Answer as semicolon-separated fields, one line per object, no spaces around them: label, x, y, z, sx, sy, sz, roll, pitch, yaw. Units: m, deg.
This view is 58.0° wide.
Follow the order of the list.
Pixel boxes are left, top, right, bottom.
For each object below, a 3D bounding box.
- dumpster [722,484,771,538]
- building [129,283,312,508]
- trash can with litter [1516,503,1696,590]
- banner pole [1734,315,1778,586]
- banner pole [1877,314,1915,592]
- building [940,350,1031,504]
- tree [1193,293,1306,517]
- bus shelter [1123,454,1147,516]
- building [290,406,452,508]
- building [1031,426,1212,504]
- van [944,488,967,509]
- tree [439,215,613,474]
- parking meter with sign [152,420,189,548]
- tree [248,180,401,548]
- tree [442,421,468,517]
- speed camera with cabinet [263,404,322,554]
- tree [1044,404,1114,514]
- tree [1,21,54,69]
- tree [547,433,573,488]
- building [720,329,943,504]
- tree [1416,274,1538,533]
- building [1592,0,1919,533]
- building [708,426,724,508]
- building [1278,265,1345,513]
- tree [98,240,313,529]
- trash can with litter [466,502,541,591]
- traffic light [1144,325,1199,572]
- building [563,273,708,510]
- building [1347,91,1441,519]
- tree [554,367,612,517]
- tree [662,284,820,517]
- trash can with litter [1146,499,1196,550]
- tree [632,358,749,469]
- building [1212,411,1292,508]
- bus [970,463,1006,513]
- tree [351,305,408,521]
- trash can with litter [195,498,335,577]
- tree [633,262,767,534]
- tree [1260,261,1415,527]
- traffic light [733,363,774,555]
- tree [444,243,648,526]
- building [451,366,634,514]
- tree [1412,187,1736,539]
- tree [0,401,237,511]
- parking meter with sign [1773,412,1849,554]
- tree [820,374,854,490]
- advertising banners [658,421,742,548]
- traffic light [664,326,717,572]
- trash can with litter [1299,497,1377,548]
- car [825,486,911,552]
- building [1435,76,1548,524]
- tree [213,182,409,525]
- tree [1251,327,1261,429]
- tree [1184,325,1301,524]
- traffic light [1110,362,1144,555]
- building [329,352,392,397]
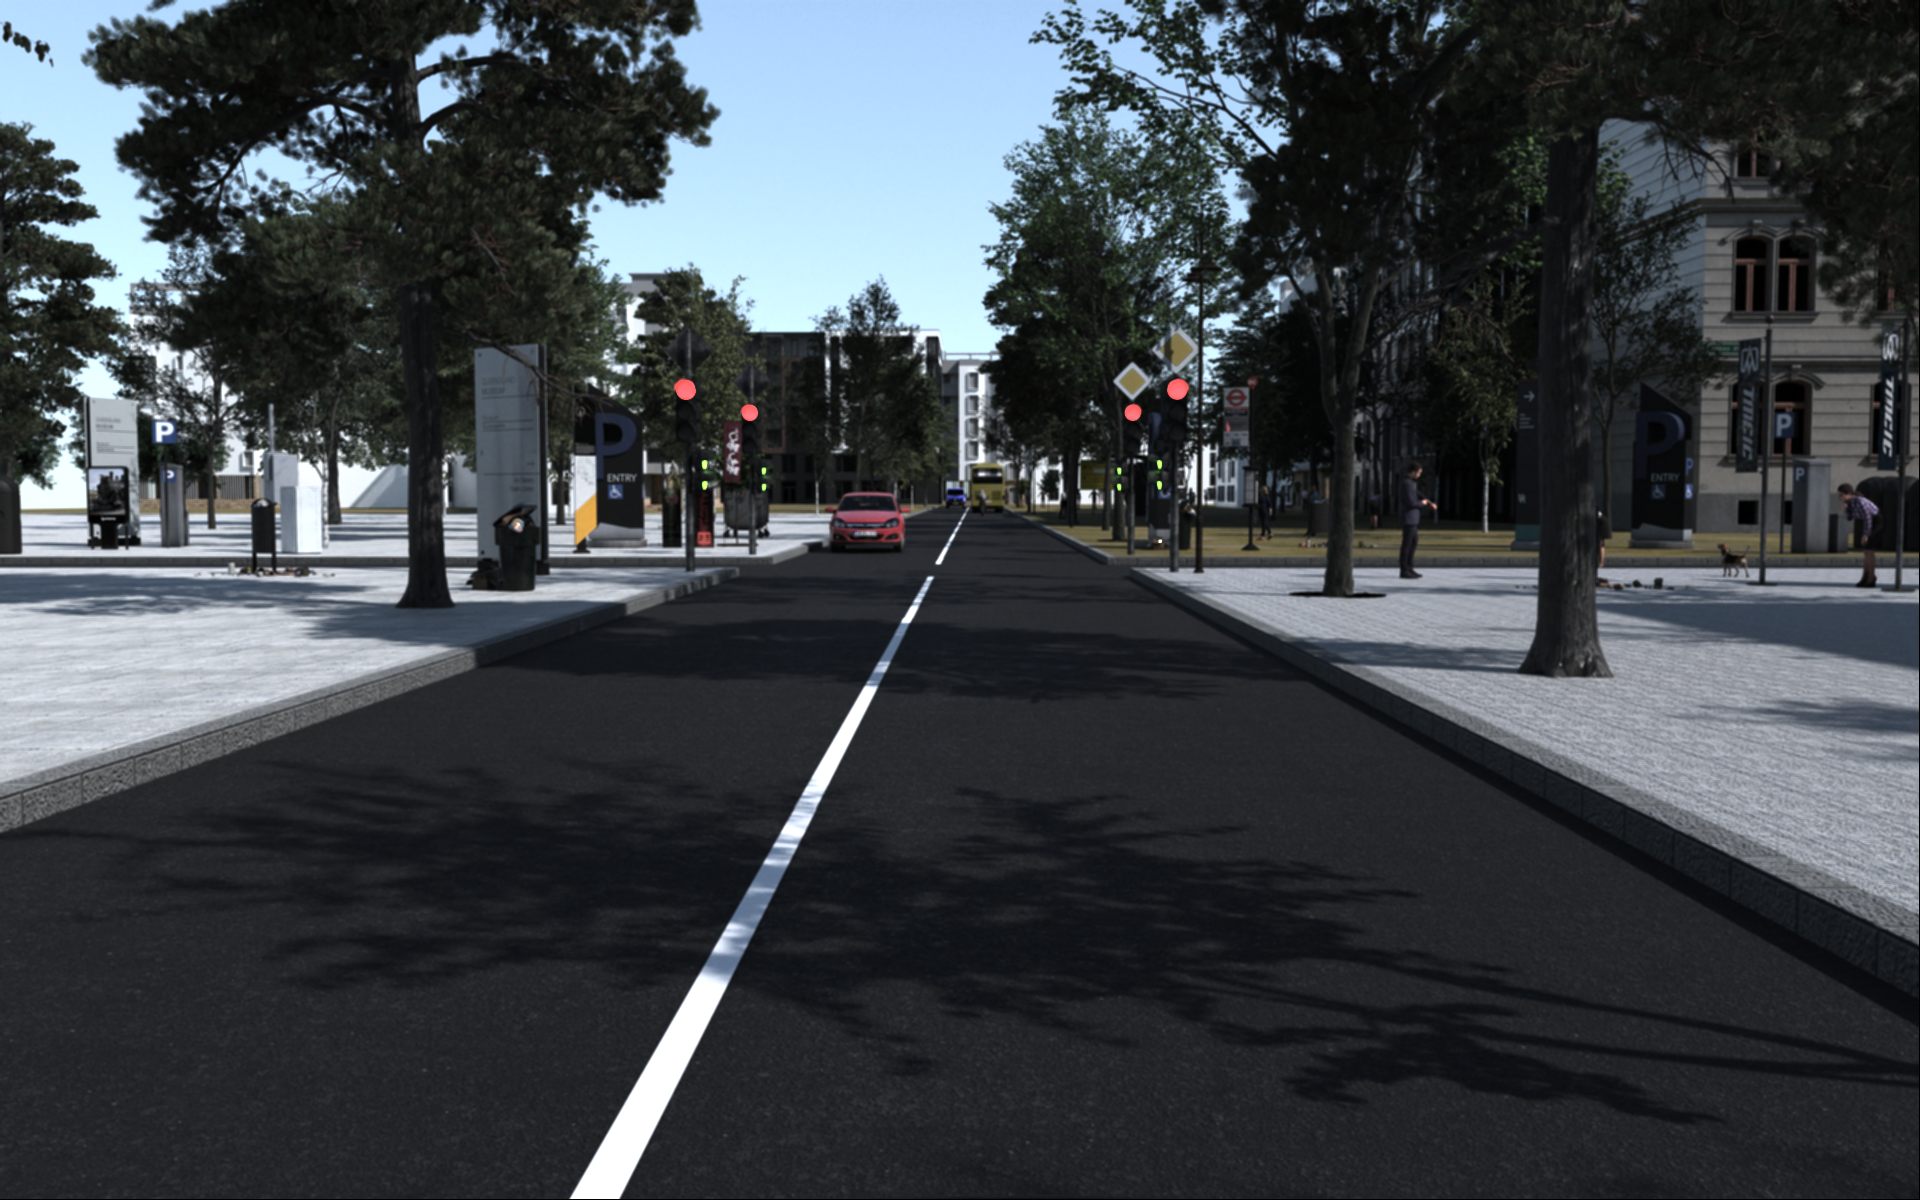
dumpster;-6.286;-2.763;50.933;1.264;1.857;1.865;0;4;1
building;-67.986;-18.661;161.527;11.380;20.091;16.016;0;4;1
trash can with litter;8.828;-0.768;23.614;2.233;1.210;1.678;2;4;25
banner pole;11.244;-2.109;24.505;0.401;3.779;0.863;-1;4;-13
banner pole;12.173;-1.991;22.577;0.863;3.779;0.401;-2;4;-35
building;3.250;-22.391;222.515;11.380;20.091;16.016;0;4;1
tree;17.139;-11.022;98.332;7.486;12.596;7.792;0;3;0
bus shelter;10.700;-6.855;103.355;1.731;3.624;6.357;0;4;1
building;-48.230;-13.640;165.159;28.070;9.664;9.099;0;4;1
building;22.942;-16.943;219.162;28.070;9.664;9.099;0;4;1
van;-0.417;-10.255;172.048;2.240;2.365;5.245;0;4;1
tree;-15.483;-8.598;58.702;7.486;12.596;7.792;0;3;0
parking meter with sign;-19.042;-2.791;41.888;0.543;3.016;1.738;-1;4;-15
tree;-15.115;-5.550;41.106;4.360;8.622;3.978;0;3;0
tree;-27.581;-8.605;91.047;4.360;8.622;3.978;0;3;0
speed camera with cabinet;-14.516;-2.648;37.634;0.660;3.252;2.038;-3;5;-40
tree;6.468;-9.156;100.065;4.737;8.622;4.395;0;3;0
tree;-8.225;-3.770;12.009;4.360;8.622;3.978;0;3;0
tree;-21.932;-8.681;92.295;4.737;8.622;4.395;0;3;0
building;-18.763;-23.542;228.883;32.646;21.610;27.936;0;4;1
tree;17.742;-6.550;57.460;4.737;8.622;4.395;0;3;0
building;35.227;-16.785;61.819;23.554;28.519;14.401;0;4;1
building;-28.534;-18.664;161.573;11.380;20.091;16.016;0;4;1
building;33.111;-17.023;134.750;16.016;20.091;11.380;0;4;1
tree;-27.501;-7.850;62.764;8.767;10.594;7.601;1;4;16
trash can with litter;-6.103;-0.710;23.003;1.055;1.170;0.624;2;4;23
traffic light;3.517;-2.400;28.481;0.839;4.213;0.868;0;4;1
building;-30.423;-17.716;146.082;16.016;20.091;11.380;0;4;1
building;30.168;-18.445;98.832;12.463;27.353;25.104;0;4;1
tree;-21.756;-8.987;97.305;4.360;8.622;3.978;0;3;0
tree;-7.727;-6.743;60.609;4.360;8.622;3.978;0;3;0
trash can with litter;4.836;-1.732;39.710;1.055;1.170;0.624;0;4;-7
tree;-15.865;-10.450;105.263;8.767;10.594;7.601;0;4;-5
building;29.281;-13.024;155.096;9.099;9.664;28.070;0;4;1
bus;2.167;-8.783;135.142;2.896;3.916;12.252;0;4;1
tree;-26.116;-9.659;83.673;9.928;11.665;9.643;0;3;0
trash can with litter;-10.833;-0.995;27.320;2.233;1.210;1.678;2;4;33
tree;-7.837;-6.371;54.534;4.737;8.622;4.395;0;3;0
tree;15.780;-8.078;66.485;7.601;10.594;8.767;0;4;6
traffic light;-4.371;-2.892;36.522;0.839;4.213;0.868;0;4;1
tree;-16.497;-8.863;70.664;9.928;11.665;9.643;0;3;0
building;-28.193;-11.273;126.466;9.099;9.664;28.070;0;4;1
tree;18.201;-7.026;49.282;7.601;10.594;8.767;0;4;-5
tree;-53.838;-8.627;103.956;20.602;7.101;11.467;-1;4;-12
parking meter with sign;18.344;-2.507;37.251;1.738;3.016;0.543;-1;4;-21
tree;-8.396;-9.405;104.140;4.360;8.622;3.978;0;3;0
advertising banners;-6.167;-2.767;41.423;2.074;3.025;0.090;0;4;-5
traffic light;-4.444;-2.403;28.537;0.839;4.213;0.868;0;4;1
trash can with litter;9.079;-1.879;41.776;2.233;1.210;1.678;0;4;-7
car;-2.319;-2.131;43.883;2.155;1.783;4.494;0;4;-1
building;29.967;-15.220;78.523;12.332;23.373;15.834;0;4;1
tree;-26.039;-10.106;71.887;9.857;13.997;8.962;0;3;0
tree;15.293;-9.066;82.647;7.601;10.594;8.767;0;4;5
tree;12.547;-7.594;74.523;4.737;8.622;4.395;0;3;0
traffic light;3.590;-2.888;36.466;0.839;4.213;0.868;0;4;1
building;-62.774;-21.871;224.043;31.486;18.905;16.747;0;4;1
